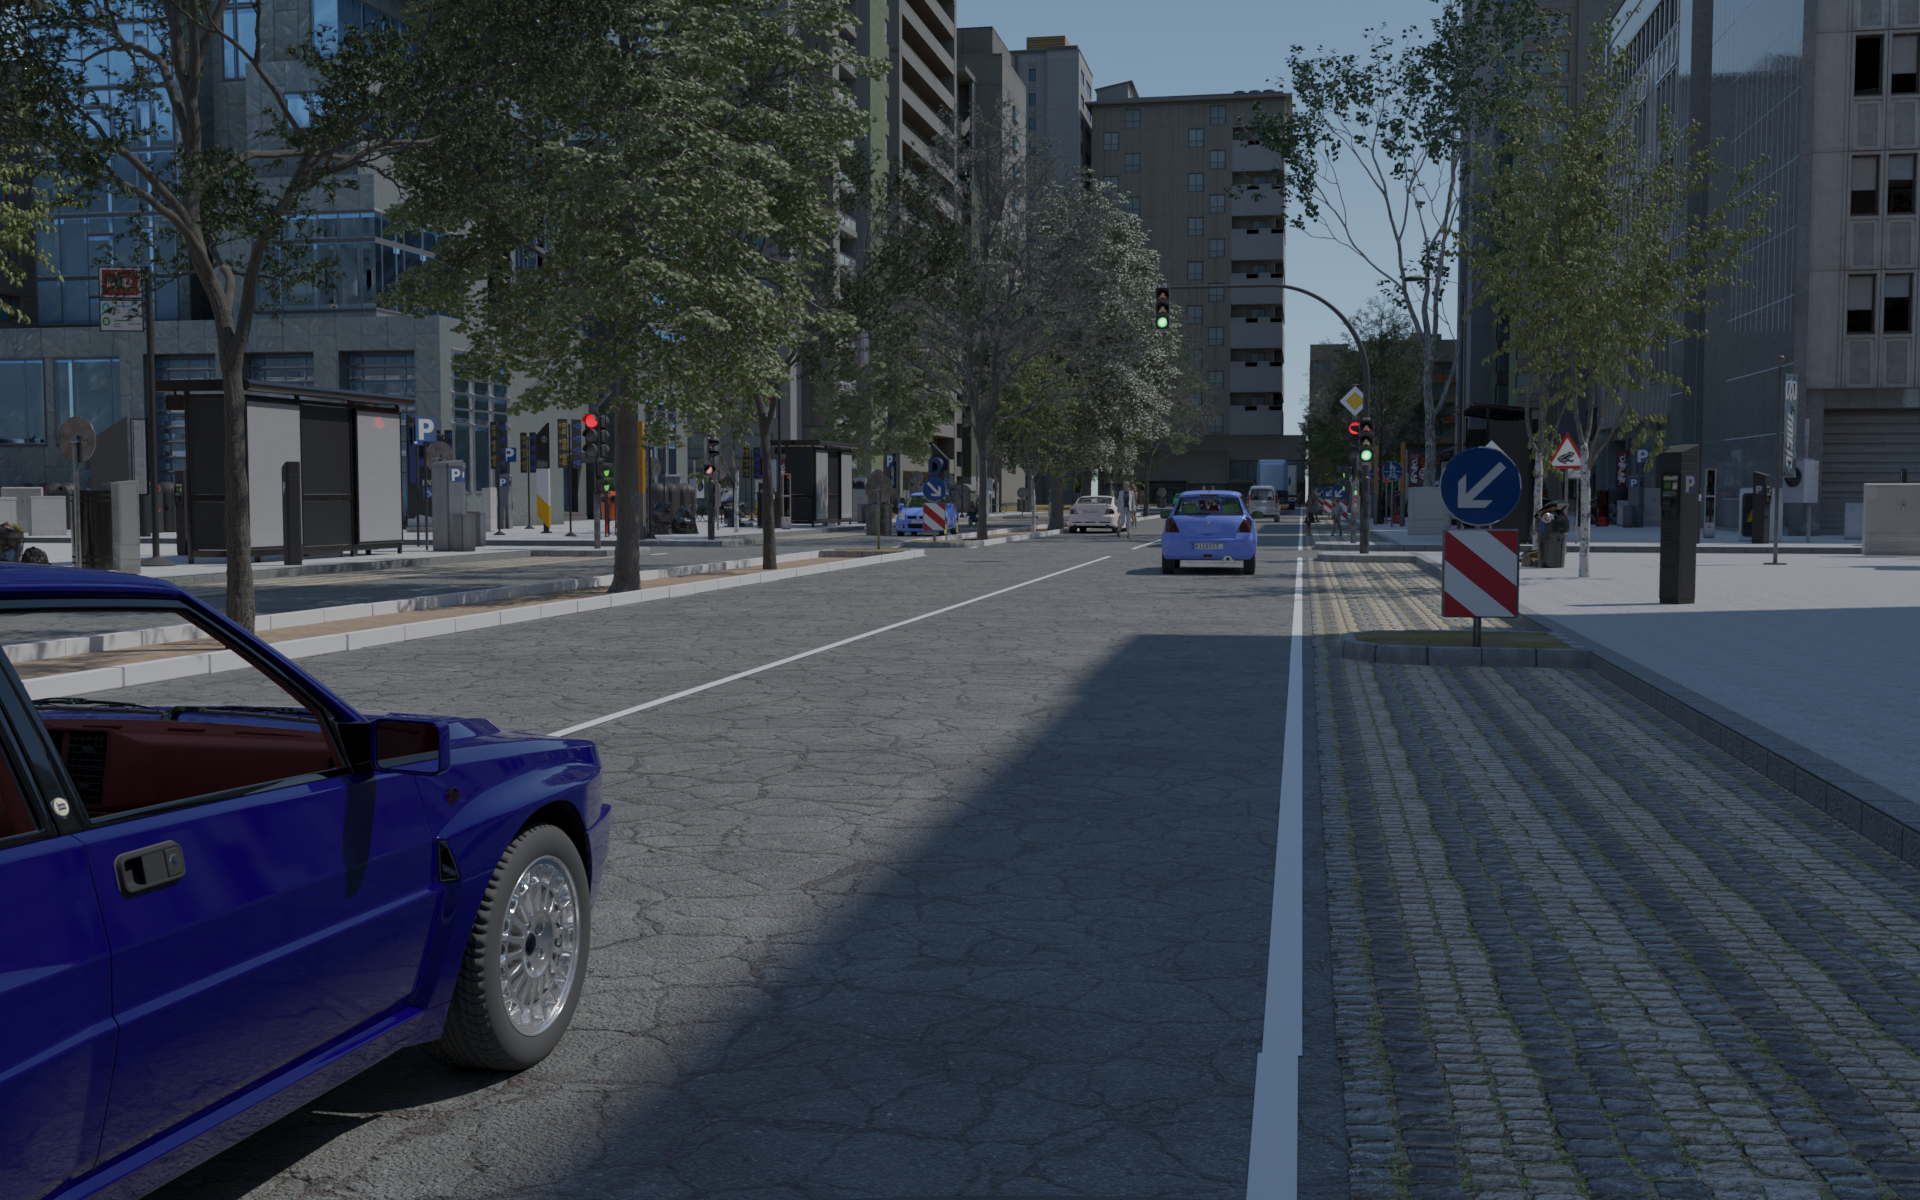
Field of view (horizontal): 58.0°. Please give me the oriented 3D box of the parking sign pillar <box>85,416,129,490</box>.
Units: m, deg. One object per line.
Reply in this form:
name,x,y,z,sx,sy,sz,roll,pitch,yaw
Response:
parking sign pillar,-29.450,-4.363,59.809,1.447,3.967,1.447,3,5,40

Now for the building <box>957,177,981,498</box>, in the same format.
building,-6.269,-23.421,154.628,14.160,30.474,14.107,1,4,11

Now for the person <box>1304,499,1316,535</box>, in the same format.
person,12.063,-2.844,59.663,0.362,1.253,0.373,-3,4,-36

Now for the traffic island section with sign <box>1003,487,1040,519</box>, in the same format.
traffic island section with sign,3.601,-5.610,100.354,1.989,1.847,2.006,1,4,11

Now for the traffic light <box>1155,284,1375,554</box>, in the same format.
traffic light,6.613,-3.841,37.467,4.771,5.953,1.251,1,4,11

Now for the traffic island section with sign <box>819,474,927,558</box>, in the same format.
traffic island section with sign,-2.008,-1.928,39.666,2.006,1.907,1.989,1,4,11

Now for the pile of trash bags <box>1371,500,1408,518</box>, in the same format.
pile of trash bags,23.924,-5.248,95.563,1.912,1.369,3.447,2,4,30

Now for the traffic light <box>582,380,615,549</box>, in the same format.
traffic light,-8.501,-3.159,40.570,0.839,4.253,0.868,1,4,11

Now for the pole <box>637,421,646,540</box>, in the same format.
pole,-8.882,-3.331,48.313,0.158,3.312,0.155,0,3,0

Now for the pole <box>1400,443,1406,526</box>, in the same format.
pole,17.557,-4.576,68.666,0.158,3.312,0.155,0,3,0

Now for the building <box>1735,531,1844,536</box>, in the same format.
building,36.150,-14.553,55.964,19.932,24.808,12.078,1,4,11

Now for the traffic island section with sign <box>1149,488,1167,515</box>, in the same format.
traffic island section with sign,14.002,-6.882,120.650,2.006,1.907,1.989,1,4,11

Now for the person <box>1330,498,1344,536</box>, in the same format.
person,12.769,-2.802,58.583,0.475,1.303,0.640,3,5,40

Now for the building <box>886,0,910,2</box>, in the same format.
building,-12.771,-31.406,137.193,21.300,48.544,21.600,1,4,11

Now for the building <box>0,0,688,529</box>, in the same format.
building,-26.669,-46.773,77.417,22.319,86.520,31.000,1,4,11

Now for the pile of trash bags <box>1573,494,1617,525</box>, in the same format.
pile of trash bags,27.207,-3.887,73.306,1.912,1.369,3.447,-1,4,-20

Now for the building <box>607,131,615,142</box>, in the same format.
building,-26.277,-45.534,182.729,20.611,71.187,20.563,1,4,11

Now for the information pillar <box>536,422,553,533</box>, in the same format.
information pillar,-13.594,-3.987,56.542,0.504,3.616,0.183,1,4,22

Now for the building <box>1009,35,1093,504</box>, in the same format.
building,3.005,-41.991,228.558,28.212,58.520,21.231,1,4,11

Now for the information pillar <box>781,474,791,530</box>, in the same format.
information pillar,-6.301,-3.559,62.689,0.304,2.012,0.304,-1,4,-18

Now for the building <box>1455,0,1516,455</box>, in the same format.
building,57.995,-38.004,163.360,21.231,58.520,28.212,1,4,11

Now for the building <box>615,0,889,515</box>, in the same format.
building,-12.960,-26.136,110.921,14.154,41.232,14.086,1,4,11

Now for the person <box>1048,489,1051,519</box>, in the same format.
person,5.234,-5.566,100.045,0.362,1.759,0.519,1,4,15

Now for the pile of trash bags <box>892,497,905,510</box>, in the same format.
pile of trash bags,-3.112,-6.903,122.616,3.447,1.369,1.912,-1,4,-14

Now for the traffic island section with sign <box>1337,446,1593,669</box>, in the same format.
traffic island section with sign,4.381,-0.404,15.228,1.989,1.847,2.006,1,4,11

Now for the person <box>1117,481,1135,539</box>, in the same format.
person,5.284,-2.875,55.386,0.514,1.842,0.818,-1,4,-19

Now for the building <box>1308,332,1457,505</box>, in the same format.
building,59.460,-23.045,221.821,28.899,21.520,27.650,1,4,11

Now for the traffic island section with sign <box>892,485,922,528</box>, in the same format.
traffic island section with sign,-1.881,-3.920,72.726,1.989,1.847,2.006,1,4,11

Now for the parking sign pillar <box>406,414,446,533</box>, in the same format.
parking sign pillar,-17.913,-4.267,58.235,1.447,3.967,1.447,-1,4,-21

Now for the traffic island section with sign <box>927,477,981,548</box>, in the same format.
traffic island section with sign,-0.562,-2.373,46.931,2.006,1.907,1.989,1,4,11

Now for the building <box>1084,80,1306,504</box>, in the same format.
building,31.707,-39.051,227.722,27.495,52.752,28.713,1,4,11

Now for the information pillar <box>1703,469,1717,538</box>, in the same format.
information pillar,21.802,-2.805,50.358,0.304,2.012,0.304,1,4,22

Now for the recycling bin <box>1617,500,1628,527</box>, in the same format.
recycling bin,26.424,-3.429,68.625,0.722,1.027,0.722,1,4,21

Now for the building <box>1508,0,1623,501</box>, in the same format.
building,48.370,-27.274,129.521,14.154,41.232,14.086,1,4,11

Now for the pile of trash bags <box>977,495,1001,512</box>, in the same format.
pile of trash bags,1.294,-6.822,121.295,3.447,1.369,1.912,1,4,12

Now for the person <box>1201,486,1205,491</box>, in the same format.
person,12.483,-4.907,88.502,0.659,1.850,0.755,0,4,-8

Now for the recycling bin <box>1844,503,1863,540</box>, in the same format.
recycling bin,25.363,-2.219,48.839,0.722,1.027,0.722,2,4,28

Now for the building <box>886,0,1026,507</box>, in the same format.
building,-5.254,-33.992,179.475,21.600,48.544,21.300,1,4,11

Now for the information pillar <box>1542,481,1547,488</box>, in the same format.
information pillar,33.663,-5.835,99.896,0.304,2.012,0.304,1,4,14

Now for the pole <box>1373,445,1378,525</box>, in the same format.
pole,17.402,-4.811,72.499,0.158,3.312,0.155,0,3,0

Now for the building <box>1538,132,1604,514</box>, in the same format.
building,42.672,-17.181,99.972,14.314,24.678,30.058,1,4,11

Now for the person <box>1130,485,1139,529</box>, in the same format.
person,7.157,-3.869,71.733,0.573,1.828,0.580,0,4,-6

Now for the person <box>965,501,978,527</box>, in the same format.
person,0.670,-3.766,75.575,1.012,1.151,0.738,0,4,-7

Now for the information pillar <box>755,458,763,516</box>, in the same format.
information pillar,-11.451,-6.569,98.757,0.504,3.616,0.183,-1,4,-14

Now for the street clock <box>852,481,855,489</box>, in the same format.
street clock,-5.789,-5.379,92.509,0.358,2.002,0.471,1,4,17

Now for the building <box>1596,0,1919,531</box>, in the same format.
building,35.945,-15.751,75.555,12.078,24.808,19.932,1,4,11

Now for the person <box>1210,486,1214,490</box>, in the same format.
person,12.404,-4.712,85.503,0.822,1.834,0.622,-2,4,-33

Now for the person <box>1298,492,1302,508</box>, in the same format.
person,35.181,-10.344,179.085,0.415,1.643,0.593,1,4,18

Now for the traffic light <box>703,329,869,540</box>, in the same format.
traffic light,-4.883,-4.487,48.034,4.771,5.953,1.251,1,4,11

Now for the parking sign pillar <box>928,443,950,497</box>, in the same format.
parking sign pillar,-1.124,-6.317,91.749,1.447,3.967,1.447,-3,5,-41

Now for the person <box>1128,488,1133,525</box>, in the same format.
person,7.403,-4.101,76.230,0.598,1.740,0.731,-2,4,-33

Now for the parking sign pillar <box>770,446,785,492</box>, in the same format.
parking sign pillar,-10.104,-6.689,97.838,1.447,3.967,1.447,-3,5,-45

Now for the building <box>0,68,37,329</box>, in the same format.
building,-55.314,-14.450,81.294,28.899,21.520,27.650,1,4,11

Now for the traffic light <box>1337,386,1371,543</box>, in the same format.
traffic light,10.231,-3.432,45.036,0.839,4.253,0.868,1,4,11

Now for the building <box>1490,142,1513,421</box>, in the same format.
building,51.163,-22.749,143.643,14.160,30.474,14.107,1,4,11

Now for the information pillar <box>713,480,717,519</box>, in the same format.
information pillar,-12.917,-5.276,90.750,0.304,2.012,0.304,-1,4,-21

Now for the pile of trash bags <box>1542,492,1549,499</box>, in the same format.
pile of trash bags,24.856,-4.148,77.579,3.447,1.369,1.912,-1,4,-19

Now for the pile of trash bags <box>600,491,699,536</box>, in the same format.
pile of trash bags,-9.994,-2.750,54.723,1.912,1.369,3.447,3,4,36
